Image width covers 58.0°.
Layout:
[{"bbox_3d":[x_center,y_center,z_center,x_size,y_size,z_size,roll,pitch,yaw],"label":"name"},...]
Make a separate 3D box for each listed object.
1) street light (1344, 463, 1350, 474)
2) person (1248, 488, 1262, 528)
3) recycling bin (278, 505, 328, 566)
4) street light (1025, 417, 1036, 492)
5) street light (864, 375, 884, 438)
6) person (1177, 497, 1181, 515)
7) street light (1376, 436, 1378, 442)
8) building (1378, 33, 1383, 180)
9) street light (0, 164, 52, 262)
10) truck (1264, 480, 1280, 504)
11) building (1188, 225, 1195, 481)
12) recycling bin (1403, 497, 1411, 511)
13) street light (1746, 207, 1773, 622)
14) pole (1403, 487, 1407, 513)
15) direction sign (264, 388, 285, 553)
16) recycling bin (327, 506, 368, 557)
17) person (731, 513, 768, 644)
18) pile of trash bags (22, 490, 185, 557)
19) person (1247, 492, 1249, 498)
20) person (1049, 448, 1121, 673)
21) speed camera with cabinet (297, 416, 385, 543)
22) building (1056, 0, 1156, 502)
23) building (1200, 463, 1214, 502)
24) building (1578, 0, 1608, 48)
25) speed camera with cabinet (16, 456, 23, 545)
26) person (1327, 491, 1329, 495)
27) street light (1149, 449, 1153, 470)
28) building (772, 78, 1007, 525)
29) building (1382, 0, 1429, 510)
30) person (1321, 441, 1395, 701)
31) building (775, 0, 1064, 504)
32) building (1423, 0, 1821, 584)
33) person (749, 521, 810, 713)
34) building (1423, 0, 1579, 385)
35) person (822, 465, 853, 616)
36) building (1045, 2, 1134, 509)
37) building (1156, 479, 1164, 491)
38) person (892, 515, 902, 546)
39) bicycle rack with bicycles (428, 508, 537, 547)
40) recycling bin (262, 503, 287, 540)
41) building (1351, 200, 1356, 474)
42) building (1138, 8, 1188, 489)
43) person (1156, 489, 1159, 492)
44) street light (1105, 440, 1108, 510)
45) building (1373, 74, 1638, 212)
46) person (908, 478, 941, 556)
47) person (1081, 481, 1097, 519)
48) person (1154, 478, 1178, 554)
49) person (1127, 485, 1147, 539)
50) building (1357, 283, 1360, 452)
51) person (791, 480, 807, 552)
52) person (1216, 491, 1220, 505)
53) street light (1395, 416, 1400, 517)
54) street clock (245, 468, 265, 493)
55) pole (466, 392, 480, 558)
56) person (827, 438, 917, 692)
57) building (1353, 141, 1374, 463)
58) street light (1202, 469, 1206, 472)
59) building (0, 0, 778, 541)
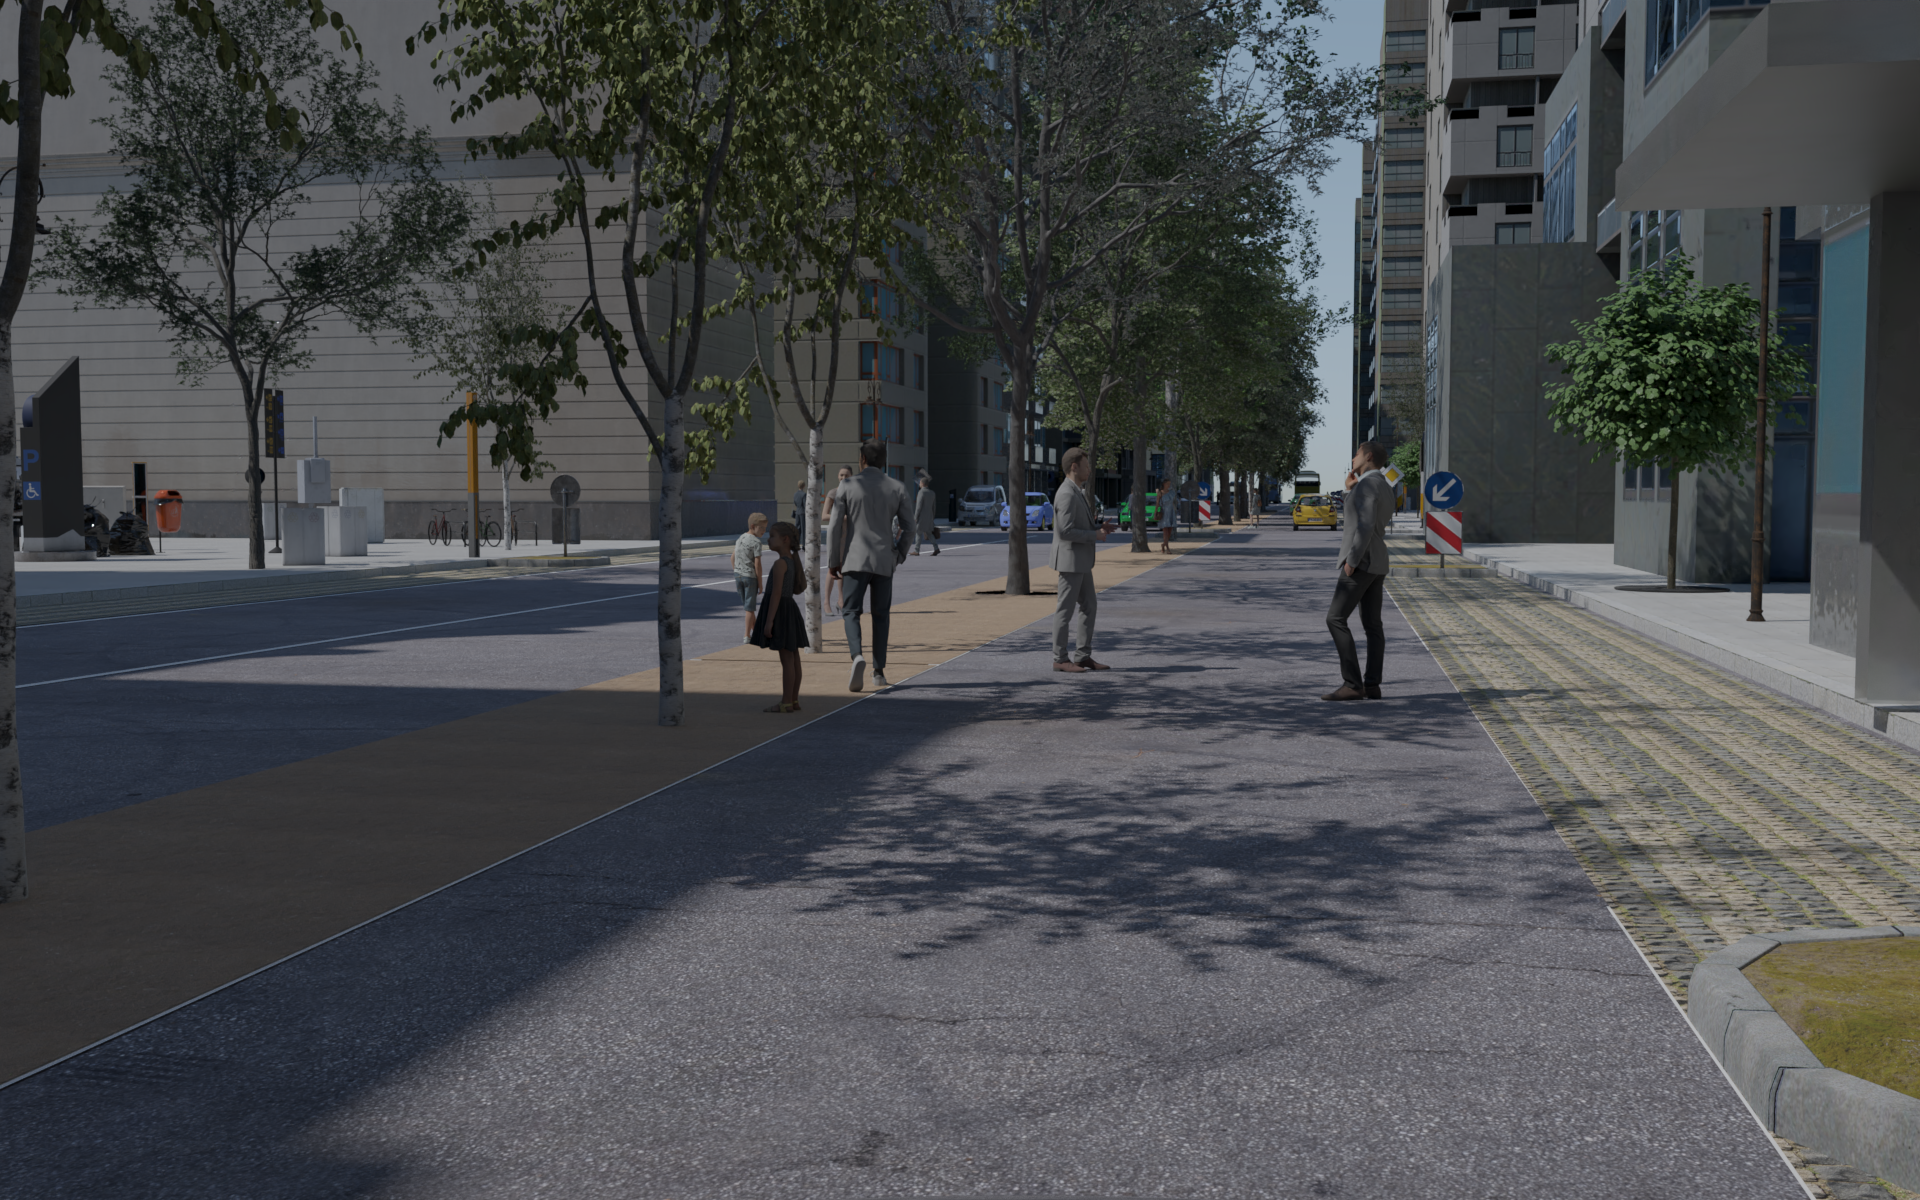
[{"bbox_3d":[57.064,-17.224,254.400,0.468,5.910,1.993,1,4,12],"label":"street light"},{"bbox_3d":[12.377,-3.848,72.419,0.522,1.701,0.512,3,5,39],"label":"person"},{"bbox_3d":[-11.887,-1.149,31.344,0.722,1.027,0.722,-1,4,-22],"label":"recycling bin"},{"bbox_3d":[4.221,-8.030,104.072,0.468,5.910,1.993,1,4,12],"label":"street light"},{"bbox_3d":[-3.334,-5.782,67.328,0.468,5.910,1.993,1,4,12],"label":"street light"},{"bbox_3d":[14.972,-6.414,118.388,0.382,1.210,0.505,2,4,35],"label":"person"},{"bbox_3d":[32.463,-9.920,134.982,0.468,5.910,1.993,1,4,12],"label":"street light"},{"bbox_3d":[45.268,-31.044,157.676,14.600,45.320,14.200,1,4,12],"label":"building"},{"bbox_3d":[-12.646,-3.056,22.761,0.468,5.910,1.993,1,4,12],"label":"street light"},{"bbox_3d":[47.312,-16.757,263.727,2.967,4.110,18.799,1,4,11],"label":"truck"},{"bbox_3d":[28.799,-37.443,262.300,14.600,45.320,14.200,1,4,12],"label":"building"},{"bbox_3d":[34.582,-7.483,134.897,0.722,1.027,0.722,-2,4,-28],"label":"recycling bin"},{"bbox_3d":[8.026,-2.722,17.287,0.468,5.910,1.993,1,4,12],"label":"street light"},{"bbox_3d":[29.504,-7.397,114.777,0.158,3.312,0.155,0,3,0],"label":"pole"},{"bbox_3d":[-14.822,-2.783,37.507,0.379,3.537,0.876,0,4,3],"label":"direction sign"},{"bbox_3d":[-12.754,-1.420,35.764,0.722,1.027,0.722,2,4,27],"label":"recycling bin"},{"bbox_3d":[-2.022,-0.213,16.663,0.352,1.250,0.332,-1,4,-12],"label":"person"},{"bbox_3d":[-17.768,-1.630,36.405,1.912,1.369,3.447,1,4,22],"label":"pile of trash bags"},{"bbox_3d":[41.782,-14.769,250.709,1.217,1.736,0.721,1,4,13],"label":"person"},{"bbox_3d":[1.002,-0.320,13.930,0.583,1.804,0.606,0,4,6],"label":"person"},{"bbox_3d":[-16.007,-3.085,44.776,2.038,3.252,0.660,-3,4,-39],"label":"speed camera with cabinet"},{"bbox_3d":[9.937,-45.355,179.798,20.563,71.187,20.611,1,4,12],"label":"building"},{"bbox_3d":[35.226,-37.088,289.975,14.154,41.232,14.086,1,4,12],"label":"building"},{"bbox_3d":[40.187,-32.115,67.073,28.212,58.520,21.231,1,4,12],"label":"building"},{"bbox_3d":[-22.455,-2.901,41.763,2.038,3.252,0.660,2,4,28],"label":"speed camera with cabinet"},{"bbox_3d":[62.174,-17.427,293.063,1.348,1.869,0.705,-2,4,-25],"label":"person"},{"bbox_3d":[19.799,-12.633,179.341,0.468,5.910,1.993,1,4,12],"label":"street light"},{"bbox_3d":[-13.812,-14.797,86.970,27.650,21.520,28.899,1,4,12],"label":"building"},{"bbox_3d":[41.895,-28.116,143.290,14.154,41.232,14.086,1,4,12],"label":"building"},{"bbox_3d":[2.789,-0.210,12.113,0.473,1.802,0.592,3,5,44],"label":"person"},{"bbox_3d":[-5.206,-30.926,125.249,23.786,49.044,30.456,1,4,12],"label":"building"},{"bbox_3d":[22.643,-44.209,35.494,22.319,86.520,31.000,1,4,12],"label":"building"},{"bbox_3d":[-1.180,0.114,11.310,0.373,1.253,0.362,1,4,14],"label":"person"},{"bbox_3d":[43.018,-31.564,105.315,28.713,52.752,27.495,1,4,12],"label":"building"},{"bbox_3d":[-1.398,-0.714,20.518,0.599,1.781,0.374,-3,5,-42],"label":"person"},{"bbox_3d":[4.221,-30.690,156.412,22.147,44.769,28.867,1,4,12],"label":"building"},{"bbox_3d":[8.147,-31.324,204.032,32.217,40.220,23.993,1,4,12],"label":"building"},{"bbox_3d":[-1.269,-1.160,32.155,0.352,1.250,0.332,-2,4,-31],"label":"person"},{"bbox_3d":[-11.715,-1.806,42.902,2.852,0.926,2.925,-2,4,-30],"label":"bicycle rack with bicycles"},{"bbox_3d":[-19.420,-2.208,48.656,0.722,1.027,0.722,2,4,35],"label":"recycling bin"},{"bbox_3d":[61.461,-33.992,239.369,14.154,41.232,14.086,1,4,12],"label":"building"},{"bbox_3d":[20.929,-56.653,238.948,22.319,86.520,31.000,1,4,12],"label":"building"},{"bbox_3d":[12.760,-6.308,112.050,0.576,1.772,0.534,1,4,13],"label":"person"},{"bbox_3d":[12.103,-10.365,142.249,0.468,5.910,1.993,1,4,12],"label":"street light"},{"bbox_3d":[54.116,-34.214,179.014,23.786,49.044,30.456,1,4,12],"label":"building"},{"bbox_3d":[-0.825,-1.925,40.074,0.767,1.812,0.694,3,4,36],"label":"person"},{"bbox_3d":[3.362,-2.339,47.022,0.678,1.792,0.850,-1,4,-9],"label":"person"},{"bbox_3d":[4.884,-2.003,41.338,0.616,1.811,0.778,-1,4,-13],"label":"person"},{"bbox_3d":[5.733,-2.822,55.313,0.598,1.740,0.731,3,5,41],"label":"person"},{"bbox_3d":[58.974,-27.756,225.510,14.160,30.474,14.107,1,4,12],"label":"building"},{"bbox_3d":[-3.929,-2.075,42.850,0.576,1.772,0.534,1,4,22],"label":"person"},{"bbox_3d":[32.563,-12.858,218.869,0.705,1.807,1.348,-1,4,-17],"label":"person"},{"bbox_3d":[24.803,-7.674,98.260,0.468,5.910,1.993,1,4,12],"label":"street light"},{"bbox_3d":[-19.101,-2.594,46.974,0.358,2.002,0.471,3,5,43],"label":"street clock"},{"bbox_3d":[-9.808,-2.510,34.880,0.158,3.312,0.155,0,3,0],"label":"pole"},{"bbox_3d":[-0.642,-0.266,12.691,0.661,1.843,0.795,0,4,-7],"label":"person"},{"bbox_3d":[53.771,-31.708,202.022,14.154,41.232,14.086,1,4,12],"label":"building"},{"bbox_3d":[36.824,-17.655,261.449,0.468,5.910,1.993,1,4,12],"label":"street light"},{"bbox_3d":[-19.199,-15.756,54.873,25.104,27.353,12.463,1,4,12],"label":"building"}]
